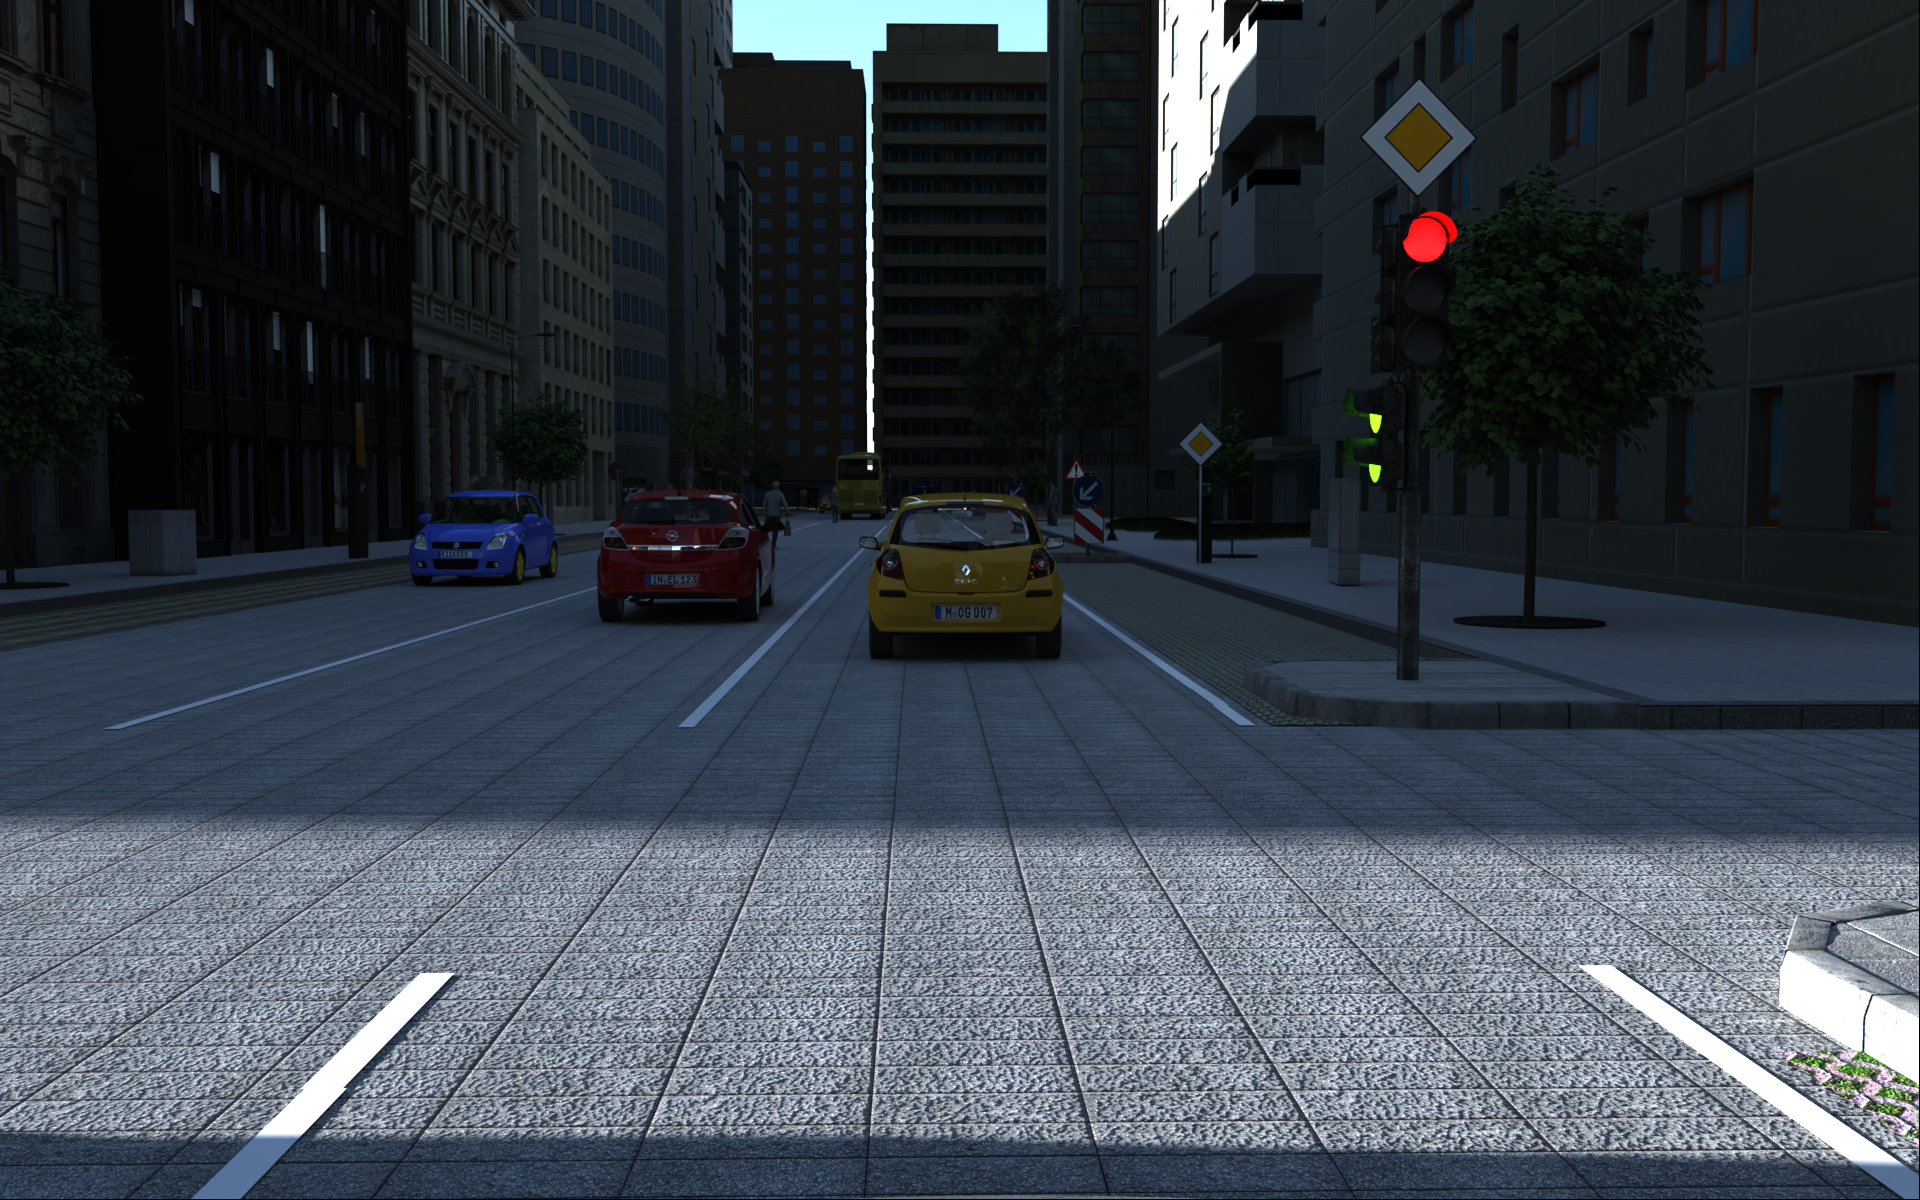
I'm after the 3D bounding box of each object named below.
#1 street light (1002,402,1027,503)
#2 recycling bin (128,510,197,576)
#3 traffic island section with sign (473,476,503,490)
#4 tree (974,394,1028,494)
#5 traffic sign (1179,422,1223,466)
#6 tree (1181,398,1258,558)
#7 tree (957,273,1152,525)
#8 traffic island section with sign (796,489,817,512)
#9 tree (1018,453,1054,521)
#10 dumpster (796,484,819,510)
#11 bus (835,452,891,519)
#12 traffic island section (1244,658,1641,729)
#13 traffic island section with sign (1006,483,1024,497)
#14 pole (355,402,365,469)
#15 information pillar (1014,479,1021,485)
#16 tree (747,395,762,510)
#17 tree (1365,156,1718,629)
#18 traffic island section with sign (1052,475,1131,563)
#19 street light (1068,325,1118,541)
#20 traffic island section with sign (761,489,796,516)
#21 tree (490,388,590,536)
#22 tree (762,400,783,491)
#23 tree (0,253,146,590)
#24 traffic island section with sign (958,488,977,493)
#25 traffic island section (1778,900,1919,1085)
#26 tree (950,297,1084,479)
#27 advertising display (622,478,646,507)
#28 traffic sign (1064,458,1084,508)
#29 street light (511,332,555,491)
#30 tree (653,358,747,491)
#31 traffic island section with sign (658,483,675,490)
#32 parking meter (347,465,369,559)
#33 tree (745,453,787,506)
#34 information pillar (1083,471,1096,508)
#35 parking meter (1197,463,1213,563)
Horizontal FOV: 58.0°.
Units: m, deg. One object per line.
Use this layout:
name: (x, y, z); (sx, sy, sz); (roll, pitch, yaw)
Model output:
street light: (2.788, -6.982, 86.704); (1.470, 5.913, 1.316); (0, 4, -1)
recycling bin: (-12.613, -0.908, 27.403); (0.722, 1.027, 0.722); (1, 4, 17)
traffic island section with sign: (-10.199, -1.744, 37.140); (1.989, 1.847, 2.006); (0, 4, -1)
tree: (2.963, -10.810, 127.104); (4.360, 8.622, 3.978); (0, 3, 0)
traffic sign: (4.425, -1.958, 31.740); (0.795, 2.593, 0.064); (1, 4, 8)
tree: (5.592, -2.481, 35.174); (1.663, 3.219, 1.824); (0, 3, 0)
tree: (3.863, -8.439, 72.393); (8.767, 10.594, 7.601); (1, 4, 8)
traffic island section with sign: (-12.708, -8.103, 141.106); (1.989, 1.847, 2.006); (0, 4, -1)
tree: (3.516, -5.339, 81.894); (1.663, 3.219, 1.824); (0, 3, 0)
dumpster: (-13.126, -8.797, 148.779); (1.985, 2.255, 1.502); (0, 4, 0)
bus: (-5.638, -6.688, 100.901); (2.896, 3.916, 12.252); (0, 4, -1)
traffic island section: (3.123, 0.629, 11.999); (2.009, 0.180, 2.903); (0, 4, -1)
traffic island section with sign: (1.883, -3.358, 63.538); (1.989, 1.847, 2.006); (0, 4, -1)
pole: (-13.356, -2.737, 38.598); (0.158, 3.312, 0.155); (0, 3, 0)
information pillar: (2.842, -4.958, 85.549); (0.304, 2.012, 0.304); (-1, 4, -13)
tree: (-14.124, -9.305, 102.501); (4.737, 8.622, 4.395); (0, 3, 0)
tree: (5.560, -2.040, 17.062); (4.285, 4.588, 4.351); (0, 3, 0)
traffic island section with sign: (2.535, -1.710, 36.591); (1.989, 1.847, 2.006); (0, 4, -1)
street light: (3.667, -4.601, 47.763); (1.470, 5.913, 1.316); (0, 4, -1)
traffic island section with sign: (-12.072, -6.455, 114.159); (1.989, 1.847, 2.006); (0, 4, -1)
tree: (-13.014, -4.294, 53.920); (4.285, 4.588, 4.351); (0, 3, 0)
tree: (-15.050, -10.749, 126.109); (4.737, 8.622, 4.395); (0, 3, 0)
tree: (-13.023, -2.448, 23.740); (4.285, 4.588, 4.351); (0, 3, 0)
traffic island section with sign: (0.665, -6.451, 114.096); (1.989, 1.847, 2.006); (0, 4, -1)
traffic island section: (3.315, 1.117, 4.016); (2.009, 0.180, 2.903); (0, 4, -1)
tree: (3.032, -10.180, 92.203); (9.928, 11.665, 9.643); (0, 3, 0)
advertising display: (-13.373, -4.034, 71.161); (0.974, 1.923, 0.123); (-1, 4, -17)
traffic sign: (4.207, -3.832, 62.656); (0.884, 2.594, 0.081); (0, 4, 7)
street light: (-12.333, -4.732, 49.904); (1.470, 5.913, 1.316); (0, 4, -1)
tree: (-14.523, -8.829, 94.720); (4.737, 8.622, 4.395); (0, 3, 0)
traffic island section with sign: (-10.854, -3.392, 64.087); (1.989, 1.847, 2.006); (0, 4, -1)
parking meter: (-12.014, -1.764, 34.551); (0.255, 1.863, 0.399); (1, 4, 10)
tree: (-15.257, -9.329, 136.243); (4.285, 4.588, 4.351); (0, 3, 0)
information pillar: (4.214, -3.173, 56.377); (0.304, 2.012, 0.304); (2, 4, 35)
parking meter: (4.551, -1.622, 32.228); (0.255, 1.863, 0.399); (0, 4, 2)
